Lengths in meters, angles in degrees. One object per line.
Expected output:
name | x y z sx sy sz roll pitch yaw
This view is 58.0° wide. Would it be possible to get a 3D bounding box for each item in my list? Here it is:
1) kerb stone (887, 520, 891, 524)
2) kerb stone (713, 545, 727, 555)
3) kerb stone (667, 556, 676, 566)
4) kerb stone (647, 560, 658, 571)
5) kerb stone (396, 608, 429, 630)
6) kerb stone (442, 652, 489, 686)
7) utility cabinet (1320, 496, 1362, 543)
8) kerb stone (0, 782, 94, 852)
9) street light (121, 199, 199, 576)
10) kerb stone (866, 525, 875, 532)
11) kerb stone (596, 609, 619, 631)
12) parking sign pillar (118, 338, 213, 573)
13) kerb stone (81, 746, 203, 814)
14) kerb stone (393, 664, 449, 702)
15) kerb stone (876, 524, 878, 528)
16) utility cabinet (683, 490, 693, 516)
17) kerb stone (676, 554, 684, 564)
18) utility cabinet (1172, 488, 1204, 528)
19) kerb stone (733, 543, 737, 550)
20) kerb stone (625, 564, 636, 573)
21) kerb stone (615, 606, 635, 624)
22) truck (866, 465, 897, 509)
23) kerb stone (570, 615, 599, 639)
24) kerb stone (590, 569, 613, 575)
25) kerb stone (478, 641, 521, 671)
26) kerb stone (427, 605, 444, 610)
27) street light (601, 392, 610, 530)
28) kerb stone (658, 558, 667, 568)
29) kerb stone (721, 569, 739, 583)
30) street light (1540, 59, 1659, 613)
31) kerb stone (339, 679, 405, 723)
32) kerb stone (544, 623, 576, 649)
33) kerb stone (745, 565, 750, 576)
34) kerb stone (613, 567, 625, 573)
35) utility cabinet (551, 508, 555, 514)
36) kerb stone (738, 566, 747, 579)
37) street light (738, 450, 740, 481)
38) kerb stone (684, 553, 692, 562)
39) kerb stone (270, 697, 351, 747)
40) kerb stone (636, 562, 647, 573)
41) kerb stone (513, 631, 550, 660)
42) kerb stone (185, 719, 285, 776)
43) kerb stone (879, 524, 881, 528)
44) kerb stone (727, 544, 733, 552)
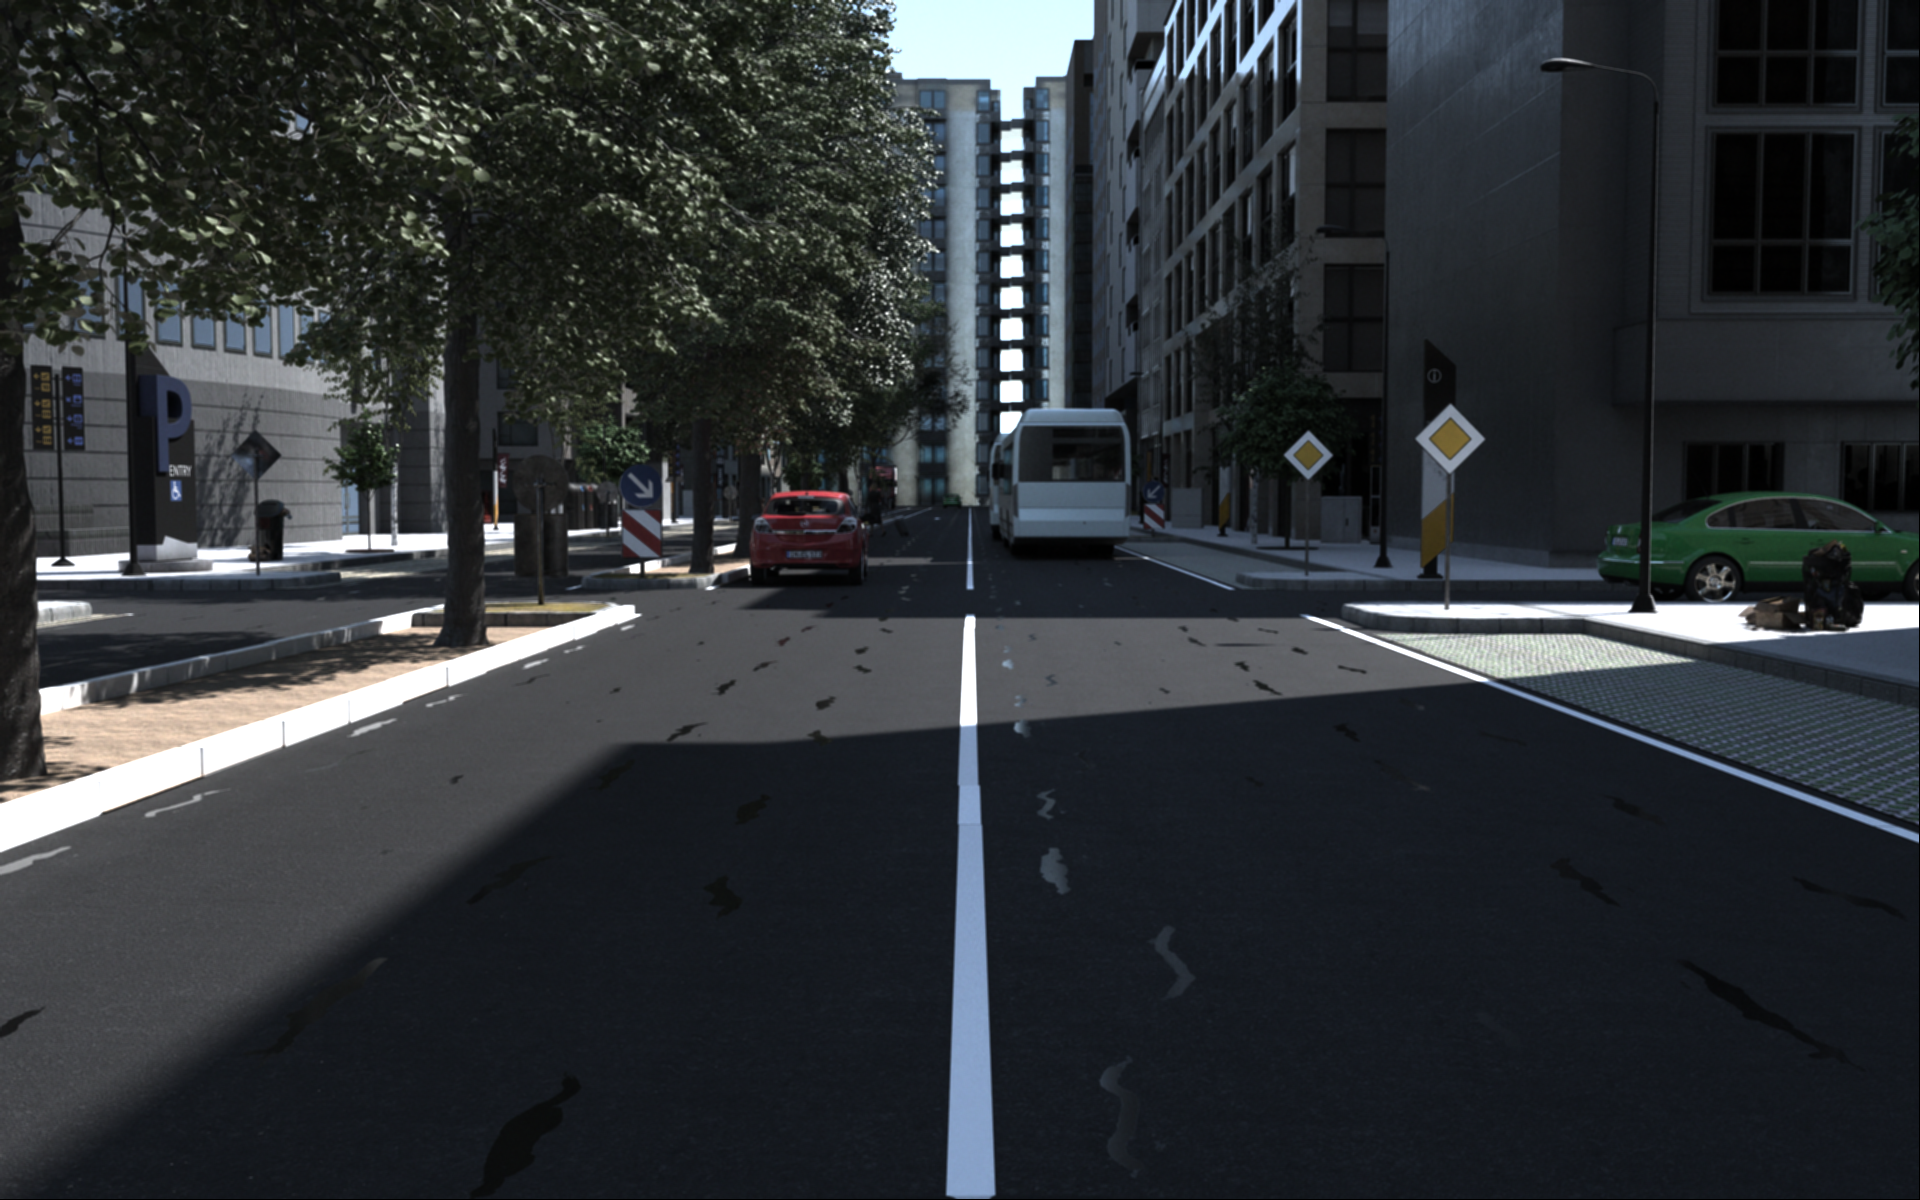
kerb stone | -3.475 -3.635 81.630 0.120 0.150 1.000 0 4 0
kerb stone | -5.799 -1.188 41.625 0.120 0.150 1.000 0 4 0
kerb stone | -5.844 -0.748 34.440 0.120 0.150 1.000 0 4 0
kerb stone | -5.852 -0.624 32.395 0.120 0.150 1.000 0 4 0
kerb stone | -5.933 0.223 18.544 0.120 0.150 1.000 0 4 0
kerb stone | -3.863 0.539 13.389 0.120 0.150 1.000 0 4 0
utility cabinet | 9.957 -2.085 45.245 1.020 1.237 0.306 2 4 28
kerb stone | -3.900 0.916 7.222 0.120 0.150 1.000 0 4 0
street light | -12.452 -3.334 27.053 1.470 5.913 1.316 0 4 0
kerb stone | -3.548 -2.819 68.288 0.120 0.150 1.000 0 4 0
kerb stone | -3.839 0.233 18.510 0.120 0.150 1.000 0 4 0
parking sign pillar | -13.215 -2.461 28.717 1.447 3.967 1.447 0 4 5
kerb stone | -3.901 0.853 8.248 0.120 0.150 1.000 0 4 0
kerb stone | -3.880 0.601 12.362 0.120 0.150 1.000 0 4 0
kerb stone | -3.537 -2.945 70.339 0.120 0.150 1.000 0 4 0
utility cabinet | -15.286 -5.481 98.296 0.318 1.500 1.173 -3 5 -40
kerb stone | -5.837 -0.811 35.462 0.120 0.150 1.000 0 4 0
utility cabinet | 8.530 -3.433 64.812 1.173 1.500 0.318 2 4 27
kerb stone | -5.798 -1.308 43.670 0.120 0.150 1.000 0 4 0
kerb stone | -5.876 -0.496 30.350 0.120 0.150 1.000 0 4 0
kerb stone | -3.827 0.170 19.533 0.120 0.150 1.000 0 4 0
truck | -7.470 -10.955 168.024 2.839 4.237 11.283 0 4 -1
kerb stone | -3.836 0.290 17.487 0.120 0.150 1.000 0 4 0
kerb stone | -5.877 -0.374 28.303 0.120 0.150 1.000 0 4 0
kerb stone | -3.862 0.476 14.411 0.120 0.150 1.000 0 4 0
kerb stone | -5.936 0.161 19.578 0.120 0.150 1.000 0 4 0
street light | -12.330 -5.513 62.681 1.470 5.913 1.316 0 4 0
kerb stone | -5.855 -0.686 33.418 0.120 0.150 1.000 0 4 0
kerb stone | -3.778 -0.372 28.285 0.120 0.150 1.000 0 4 0
street light | 6.895 -2.821 18.660 1.470 5.913 1.316 0 4 0
kerb stone | -3.873 0.664 11.335 0.120 0.150 1.000 0 4 0
kerb stone | -3.850 0.351 16.463 0.120 0.150 1.000 0 4 0
kerb stone | -3.768 -0.498 30.332 0.120 0.150 1.000 0 4 0
kerb stone | -5.876 -0.431 29.328 0.120 0.150 1.000 0 4 0
utility cabinet | -16.883 -3.811 73.473 0.306 1.237 1.020 3 5 41
kerb stone | -3.774 -0.435 29.308 0.120 0.150 1.000 0 4 0
street light | -12.100 -7.741 99.105 1.470 5.913 1.316 0 4 0
kerb stone | -5.833 -0.874 36.491 0.120 0.150 1.000 0 4 0
kerb stone | -3.881 0.727 10.313 0.120 0.150 1.000 0 4 0
kerb stone | -5.861 -0.561 31.372 0.120 0.150 1.000 0 4 0
kerb stone | -3.854 0.414 15.433 0.120 0.150 1.000 0 4 0
kerb stone | -3.891 0.790 9.280 0.120 0.150 1.000 0 4 0
kerb stone | -3.517 -3.132 73.413 0.120 0.150 1.000 0 4 0
kerb stone | -5.792 -1.248 42.648 0.120 0.150 1.000 0 4 0
